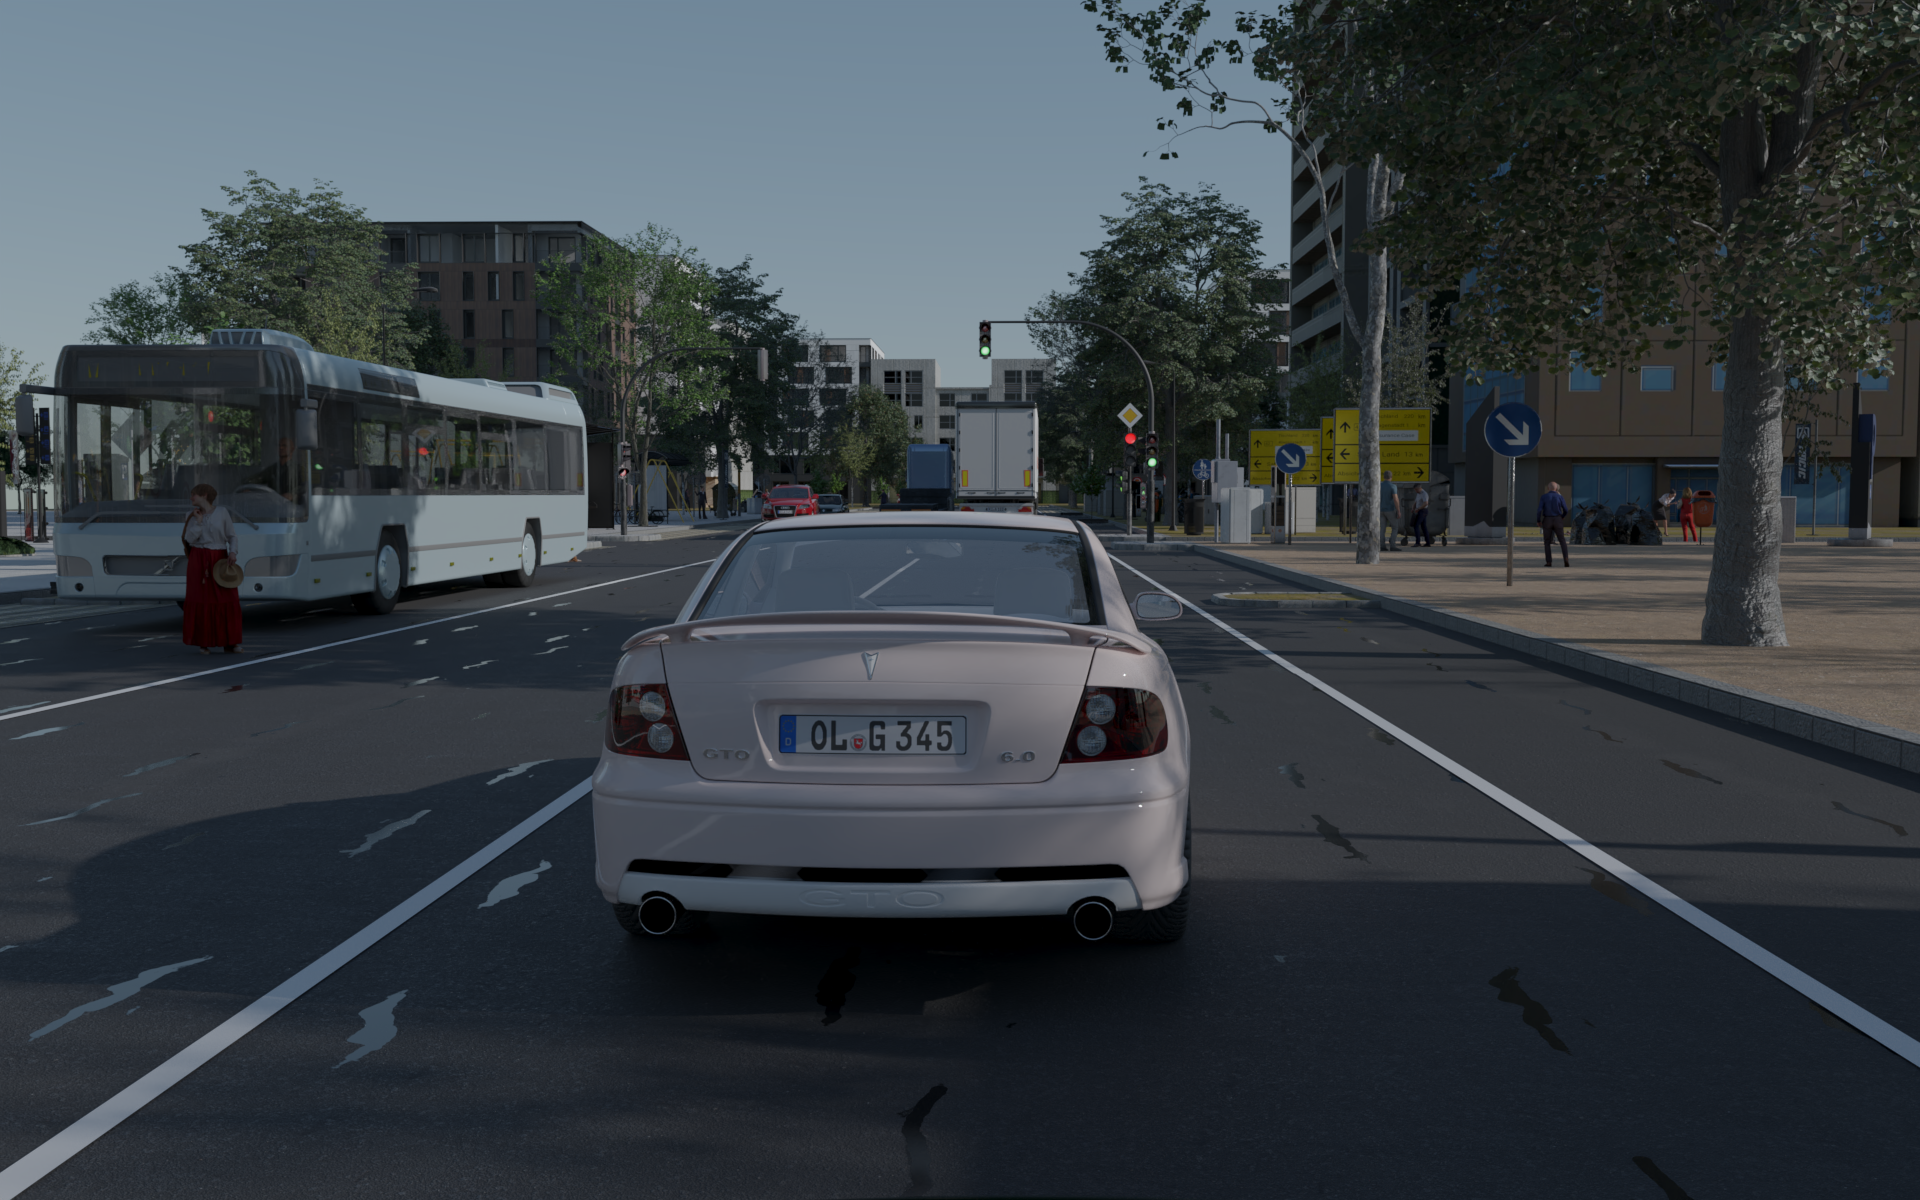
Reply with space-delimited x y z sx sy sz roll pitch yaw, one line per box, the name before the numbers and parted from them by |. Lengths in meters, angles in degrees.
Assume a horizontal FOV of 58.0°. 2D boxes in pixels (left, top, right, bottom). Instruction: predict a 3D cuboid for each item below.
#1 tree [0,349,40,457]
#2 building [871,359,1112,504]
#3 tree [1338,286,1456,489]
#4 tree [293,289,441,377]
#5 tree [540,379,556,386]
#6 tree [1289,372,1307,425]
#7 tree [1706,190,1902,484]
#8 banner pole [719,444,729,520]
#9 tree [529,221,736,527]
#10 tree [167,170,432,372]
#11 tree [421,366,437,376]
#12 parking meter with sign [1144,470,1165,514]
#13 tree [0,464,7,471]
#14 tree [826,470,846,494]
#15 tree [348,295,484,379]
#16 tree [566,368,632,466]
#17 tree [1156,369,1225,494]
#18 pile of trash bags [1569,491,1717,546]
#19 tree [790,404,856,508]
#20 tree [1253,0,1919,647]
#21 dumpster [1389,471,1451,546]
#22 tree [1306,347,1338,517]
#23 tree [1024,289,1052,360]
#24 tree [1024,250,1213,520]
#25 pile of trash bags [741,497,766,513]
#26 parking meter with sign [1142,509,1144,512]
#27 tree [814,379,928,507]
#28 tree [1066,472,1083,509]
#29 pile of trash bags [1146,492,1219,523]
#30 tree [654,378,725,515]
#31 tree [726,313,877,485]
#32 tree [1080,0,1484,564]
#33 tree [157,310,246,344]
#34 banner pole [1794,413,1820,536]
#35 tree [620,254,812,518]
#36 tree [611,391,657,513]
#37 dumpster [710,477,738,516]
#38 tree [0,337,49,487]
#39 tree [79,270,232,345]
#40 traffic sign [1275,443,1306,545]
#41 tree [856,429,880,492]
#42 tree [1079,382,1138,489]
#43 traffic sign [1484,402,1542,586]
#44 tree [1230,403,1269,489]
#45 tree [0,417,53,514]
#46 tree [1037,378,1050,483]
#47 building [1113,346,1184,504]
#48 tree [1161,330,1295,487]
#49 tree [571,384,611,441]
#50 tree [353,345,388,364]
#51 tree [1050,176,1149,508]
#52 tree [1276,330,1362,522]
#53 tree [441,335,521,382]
tree | -39.619 -7.290 69.555 4.360 8.622 3.978 0 3 0
building | 4.345 -22.525 234.737 31.486 18.905 16.747 0 4 2
tree | 15.794 -6.839 62.172 4.360 8.622 3.978 0 3 0
tree | -21.798 -6.810 61.702 4.737 8.622 4.395 0 3 0
tree | -23.835 -8.509 89.485 4.737 8.622 4.395 0 3 0
tree | 20.062 -8.852 95.093 4.360 8.622 3.978 0 3 0
tree | 18.574 -5.424 39.045 4.360 8.622 3.978 0 3 0
banner pole | -11.711 -5.891 86.331 0.401 3.779 0.863 1 4 18
tree | -12.494 -8.660 67.353 9.928 11.665 9.643 0 3 0
tree | -26.525 -9.963 69.549 9.857 13.997 8.962 0 3 0
tree | -34.705 -10.871 112.159 7.601 10.594 8.767 -1 4 -21
parking meter with sign | 12.863 -7.014 110.946 1.738 3.016 0.543 1 4 15
tree | -59.026 -11.373 87.776 18.604 14.587 13.155 1 4 10
tree | -10.266 -8.894 140.017 1.663 3.219 1.824 0 3 0
tree | -31.463 -11.207 100.238 9.611 12.733 9.660 0 3 0
tree | -20.793 -9.076 98.755 4.360 8.622 3.978 0 3 0
tree | 12.343 -8.842 94.926 4.360 8.622 3.978 0 3 0
pile of trash bags | 17.291 -2.085 43.850 3.447 1.369 1.912 1 4 14
tree | -10.683 -10.949 129.375 4.737 8.622 4.395 0 3 0
tree | 6.693 -6.600 14.570 9.857 13.997 8.962 0 3 0
dumpster | 11.480 -2.296 43.295 1.264 1.857 1.865 0 4 2
tree | 17.396 -7.406 71.446 4.360 8.622 3.978 0 3 0
tree | 12.109 -17.555 142.915 12.611 20.169 13.585 0 3 0
tree | 8.320 -10.796 86.886 12.009 13.543 11.850 0 3 0
pile of trash bags | -13.604 -6.782 120.645 3.447 1.369 1.912 -3 4 -37
parking meter with sign | 13.964 -8.005 127.149 0.543 3.016 1.738 2 4 33
tree | -9.466 -15.652 172.916 9.611 12.733 9.660 0 3 0
tree | 10.316 -9.583 151.284 1.663 3.219 1.824 0 3 0
pile of trash bags | 9.876 -4.099 76.768 3.447 1.369 1.912 -1 4 -15
tree | -16.737 -9.525 106.097 4.360 8.622 3.978 0 3 0
tree | -11.315 -12.717 118.300 12.009 13.543 11.850 0 3 0
tree | 8.487 -10.794 32.372 12.611 20.169 13.585 0 3 0
tree | -13.187 -2.903 31.184 4.285 4.588 4.351 0 3 0
banner pole | 26.331 -3.902 53.821 0.401 3.779 0.863 -3 5 -44
tree | -12.696 -11.299 91.390 9.857 13.997 8.962 0 3 0
tree | -22.779 -10.301 118.782 4.737 8.622 4.395 0 3 0
dumpster | -13.587 -5.983 100.311 1.502 2.255 1.985 0 4 2
tree | -35.562 -6.855 62.448 4.737 8.622 4.395 0 3 0
tree | -36.858 -9.423 79.822 9.928 11.665 9.643 0 3 0
traffic sign | 8.286 -2.651 43.455 0.768 2.556 0.104 1 4 10
tree | -10.041 -13.070 164.063 4.737 8.622 4.395 0 3 0
tree | 9.669 -10.081 115.191 4.737 8.622 4.395 0 3 0
traffic sign | 7.660 -1.465 24.062 0.768 2.556 0.104 1 4 11
tree | 17.045 -9.475 105.272 4.360 8.622 3.978 0 3 0
tree | -63.283 -8.983 109.784 11.467 7.101 20.602 -3 5 -43
tree | 10.827 -15.687 163.132 9.857 13.997 8.962 0 3 0
building | 36.575 -24.207 239.757 32.646 21.610 27.936 0 4 2
tree | 18.225 -12.231 116.992 9.611 12.733 9.660 0 3 0
tree | -25.305 -9.675 108.542 4.737 8.622 4.395 0 3 0
tree | -28.261 -8.077 82.417 4.360 8.622 3.978 0 3 0
tree | 8.744 -10.022 70.522 9.857 13.997 8.962 0 3 0
tree | 16.436 -7.852 78.743 4.737 8.622 4.395 0 3 0
tree | -22.718 -7.960 80.505 4.737 8.622 4.395 0 3 0
